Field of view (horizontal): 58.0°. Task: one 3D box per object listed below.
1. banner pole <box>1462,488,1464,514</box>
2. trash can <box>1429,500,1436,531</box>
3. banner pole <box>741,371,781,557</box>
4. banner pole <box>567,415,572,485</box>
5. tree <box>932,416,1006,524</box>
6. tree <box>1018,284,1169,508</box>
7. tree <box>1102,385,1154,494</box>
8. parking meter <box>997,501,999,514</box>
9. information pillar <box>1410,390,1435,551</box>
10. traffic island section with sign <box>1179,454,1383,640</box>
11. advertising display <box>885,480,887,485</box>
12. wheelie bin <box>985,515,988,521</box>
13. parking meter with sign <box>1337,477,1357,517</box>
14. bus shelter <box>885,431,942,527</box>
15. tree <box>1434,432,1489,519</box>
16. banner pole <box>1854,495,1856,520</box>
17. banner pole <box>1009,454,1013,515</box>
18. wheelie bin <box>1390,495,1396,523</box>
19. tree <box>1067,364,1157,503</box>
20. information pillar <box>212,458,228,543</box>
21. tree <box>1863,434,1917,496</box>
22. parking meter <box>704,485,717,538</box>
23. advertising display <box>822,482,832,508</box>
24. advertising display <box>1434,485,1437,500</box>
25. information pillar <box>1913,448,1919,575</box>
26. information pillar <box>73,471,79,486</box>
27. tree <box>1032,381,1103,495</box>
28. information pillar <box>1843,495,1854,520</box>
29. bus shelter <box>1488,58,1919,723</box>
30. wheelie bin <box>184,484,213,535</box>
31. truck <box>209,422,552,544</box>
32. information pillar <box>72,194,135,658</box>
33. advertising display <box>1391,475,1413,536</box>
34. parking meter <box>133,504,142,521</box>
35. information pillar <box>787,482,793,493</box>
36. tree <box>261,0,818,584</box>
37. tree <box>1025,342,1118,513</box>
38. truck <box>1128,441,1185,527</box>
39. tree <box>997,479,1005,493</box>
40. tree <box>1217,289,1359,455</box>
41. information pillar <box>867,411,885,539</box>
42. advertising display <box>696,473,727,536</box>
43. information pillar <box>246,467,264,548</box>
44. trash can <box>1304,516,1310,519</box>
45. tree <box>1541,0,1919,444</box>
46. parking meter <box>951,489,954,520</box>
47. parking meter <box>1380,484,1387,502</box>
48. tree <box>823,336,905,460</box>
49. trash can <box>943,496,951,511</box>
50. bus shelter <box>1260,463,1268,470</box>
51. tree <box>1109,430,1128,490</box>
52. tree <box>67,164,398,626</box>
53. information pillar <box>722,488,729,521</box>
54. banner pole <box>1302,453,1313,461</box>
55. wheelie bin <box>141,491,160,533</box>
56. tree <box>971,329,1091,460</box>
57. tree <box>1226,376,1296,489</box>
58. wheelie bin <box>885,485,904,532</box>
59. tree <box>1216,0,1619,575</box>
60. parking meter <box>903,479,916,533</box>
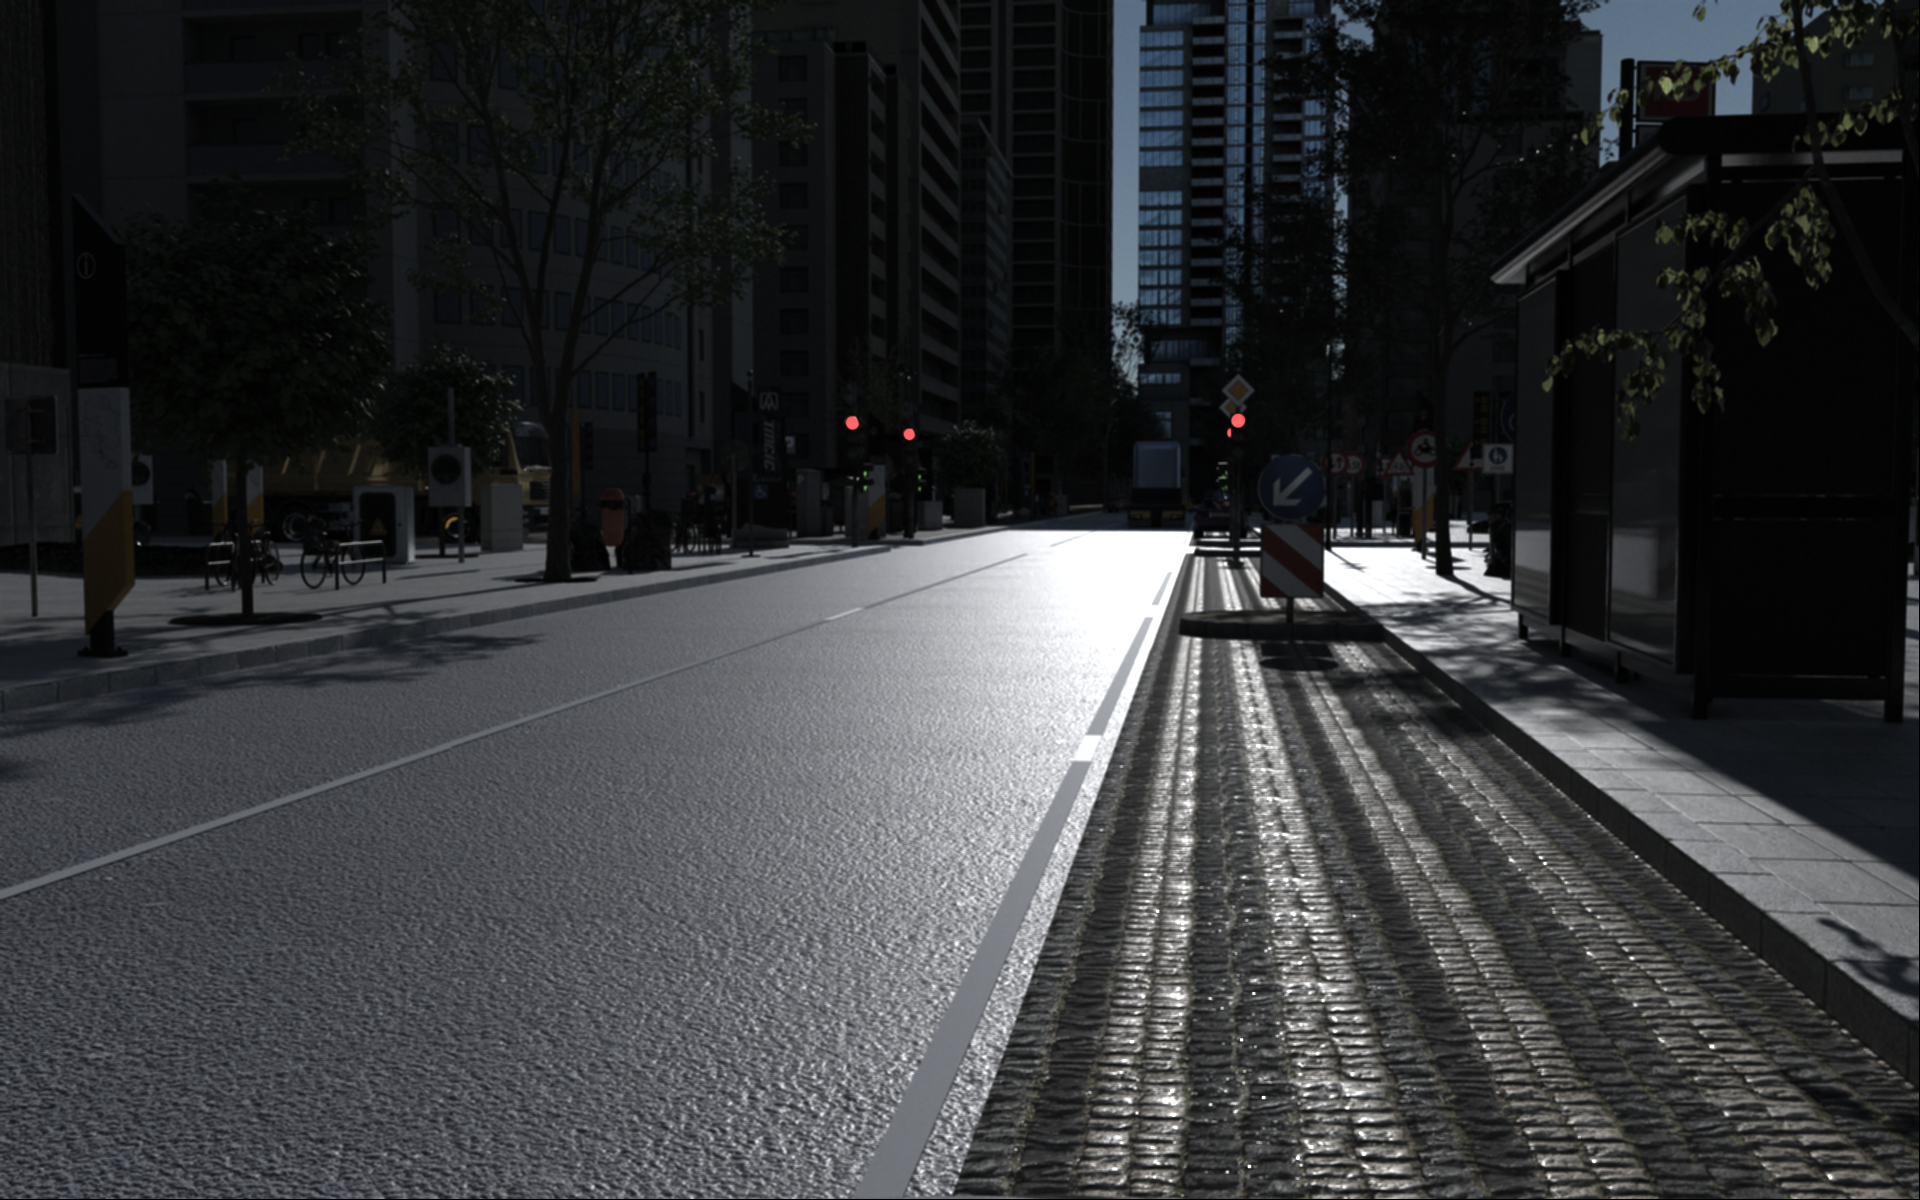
[{"bbox_3d":[32.202,-7.372,110.553,0.401,3.779,0.863,2,4,31],"label":"banner pole"},{"bbox_3d":[16.300,-2.929,59.541,0.748,1.137,0.748,0,3,0],"label":"trash can"},{"bbox_3d":[-4.032,-2.766,35.236,0.863,3.779,0.401,0,4,-1],"label":"banner pole"},{"bbox_3d":[-12.256,-3.919,54.086,0.863,3.779,0.401,2,4,27],"label":"banner pole"},{"bbox_3d":[0.302,-5.491,73.488,4.285,4.588,4.351,0,3,0],"label":"tree"},{"bbox_3d":[12.079,-18.386,156.504,12.611,20.169,13.585,0,3,0],"label":"tree"},{"bbox_3d":[19.041,-17.413,195.077,12.009,13.543,11.850,0,3,0],"label":"tree"},{"bbox_3d":[2.285,-6.272,110.961,0.372,1.533,0.369,0,3,0],"label":"parking meter"},{"bbox_3d":[10.455,-2.913,38.990,0.504,3.616,0.183,-2,4,-26],"label":"information pillar"},{"bbox_3d":[3.292,-0.571,17.967,1.989,1.847,2.006,0,4,8],"label":"traffic island section with sign"},{"bbox_3d":[-2.672,-3.441,61.479,0.123,1.923,0.974,0,4,-5],"label":"advertising display"},{"bbox_3d":[0.931,-4.632,83.637,0.693,1.594,0.980,1,4,23],"label":"wheelie bin"},{"bbox_3d":[21.250,-6.085,95.752,0.543,3.016,1.738,-3,5,-39],"label":"parking meter with sign"},{"bbox_3d":[-2.029,-4.636,67.088,1.731,3.624,6.357,0,4,8],"label":"bus shelter"},{"bbox_3d":[25.870,-6.536,90.576,4.285,4.588,4.351,0,3,0],"label":"tree"},{"bbox_3d":[24.721,-3.548,48.031,0.863,3.779,0.401,-2,4,-25],"label":"banner pole"},{"bbox_3d":[3.237,-7.256,108.660,0.401,3.779,0.863,-2,4,-24],"label":"banner pole"},{"bbox_3d":[19.293,-4.155,75.838,0.980,1.594,0.693,2,4,31],"label":"wheelie bin"},{"bbox_3d":[14.231,-16.032,168.771,9.857,13.997,8.962,0,3,0],"label":"tree"},{"bbox_3d":[-17.940,-3.092,41.906,0.504,3.616,0.183,2,4,32],"label":"information pillar"},{"bbox_3d":[15.399,-2.131,29.438,1.663,3.219,1.824,0,3,0],"label":"tree"},{"bbox_3d":[-7.348,-2.607,51.039,0.372,1.533,0.369,0,3,0],"label":"parking meter"},{"bbox_3d":[-7.279,-5.471,94.657,0.123,1.923,0.974,-2,4,-33],"label":"advertising display"},{"bbox_3d":[30.498,-6.419,110.161,0.123,1.923,0.974,-3,5,-41],"label":"advertising display"},{"bbox_3d":[15.300,-1.395,27.303,0.304,2.012,0.304,-1,4,-15],"label":"information pillar"},{"bbox_3d":[-28.512,-3.133,55.711,0.304,2.012,0.304,-1,4,-15],"label":"information pillar"},{"bbox_3d":[6.372,-9.680,108.626,4.360,8.622,3.978,0,3,0],"label":"tree"},{"bbox_3d":[35.673,-3.980,69.564,0.304,2.012,0.304,0,4,6],"label":"information pillar"},{"bbox_3d":[5.571,-2.212,13.798,2.179,5.291,8.768,1,4,8],"label":"bus shelter"},{"bbox_3d":[-23.966,-2.851,54.527,0.693,1.594,0.980,1,4,15],"label":"wheelie bin"},{"bbox_3d":[-15.141,-3.114,46.835,9.791,3.379,3.469,1,4,8],"label":"truck"},{"bbox_3d":[-6.711,-1.358,13.564,0.504,3.616,0.183,2,4,24],"label":"information pillar"},{"bbox_3d":[13.605,-2.915,52.873,0.123,1.923,0.974,-3,5,-44],"label":"advertising display"},{"bbox_3d":[-18.911,-1.907,39.596,0.372,1.533,0.369,0,3,0],"label":"parking meter"},{"bbox_3d":[-10.046,-5.979,102.246,0.304,2.012,0.304,-3,4,-36],"label":"information pillar"},{"bbox_3d":[-5.869,-6.058,24.805,9.928,11.665,9.643,0,3,0],"label":"tree"},{"bbox_3d":[7.269,-11.844,119.411,9.928,11.665,9.643,0,3,0],"label":"tree"},{"bbox_3d":[9.378,-5.678,82.601,2.967,4.110,18.799,0,4,6],"label":"truck"},{"bbox_3d":[2.485,-7.776,121.746,1.663,3.219,1.824,0,3,0],"label":"tree"},{"bbox_3d":[16.434,-9.827,86.420,9.928,11.665,9.643,0,3,0],"label":"tree"},{"bbox_3d":[-2.380,-3.538,49.193,0.504,3.616,0.183,-1,4,-21],"label":"information pillar"},{"bbox_3d":[-7.700,-2.960,53.607,0.974,1.923,0.123,1,4,14],"label":"advertising display"},{"bbox_3d":[-16.539,-3.001,40.428,0.504,3.616,0.183,0,4,6],"label":"information pillar"},{"bbox_3d":[17.770,-4.750,89.321,0.748,1.137,0.748,0,3,0],"label":"trash can"},{"bbox_3d":[4.150,-3.477,7.208,4.360,8.622,3.978,0,3,0],"label":"tree"},{"bbox_3d":[-0.276,-4.749,86.049,0.372,1.533,0.369,0,3,0],"label":"parking meter"},{"bbox_3d":[24.168,-5.697,98.856,0.399,1.863,0.255,-2,4,-32],"label":"parking meter"},{"bbox_3d":[-4.033,-7.924,79.919,4.737,8.622,4.395,0,3,0],"label":"tree"},{"bbox_3d":[-0.830,-6.778,122.477,0.748,1.137,0.748,0,3,0],"label":"trash can"},{"bbox_3d":[18.868,-6.648,102.625,2.014,3.302,5.546,1,4,8],"label":"bus shelter"},{"bbox_3d":[16.094,-13.949,178.430,4.360,8.622,3.978,0,3,0],"label":"tree"},{"bbox_3d":[-7.243,-2.070,17.551,4.285,4.588,4.351,0,3,0],"label":"tree"},{"bbox_3d":[-9.462,-4.009,70.035,0.304,2.012,0.304,-2,4,-24],"label":"information pillar"},{"bbox_3d":[21.216,-7.103,106.145,0.863,3.779,0.401,0,4,-8],"label":"banner pole"},{"bbox_3d":[-27.138,-3.055,57.861,0.693,1.594,0.980,-1,4,-19],"label":"wheelie bin"},{"bbox_3d":[3.870,-10.051,98.754,7.601,10.594,8.767,-3,4,-36],"label":"tree"},{"bbox_3d":[16.826,-8.800,94.243,4.360,8.622,3.978,0,3,0],"label":"tree"},{"bbox_3d":[-2.309,-3.105,58.679,0.693,1.594,0.980,-3,5,-44],"label":"wheelie bin"},{"bbox_3d":[7.378,-5.680,27.280,7.601,10.594,8.767,0,4,-3],"label":"tree"},{"bbox_3d":[-1.664,-3.145,57.140,0.399,1.863,0.255,-2,4,-27],"label":"parking meter"}]
